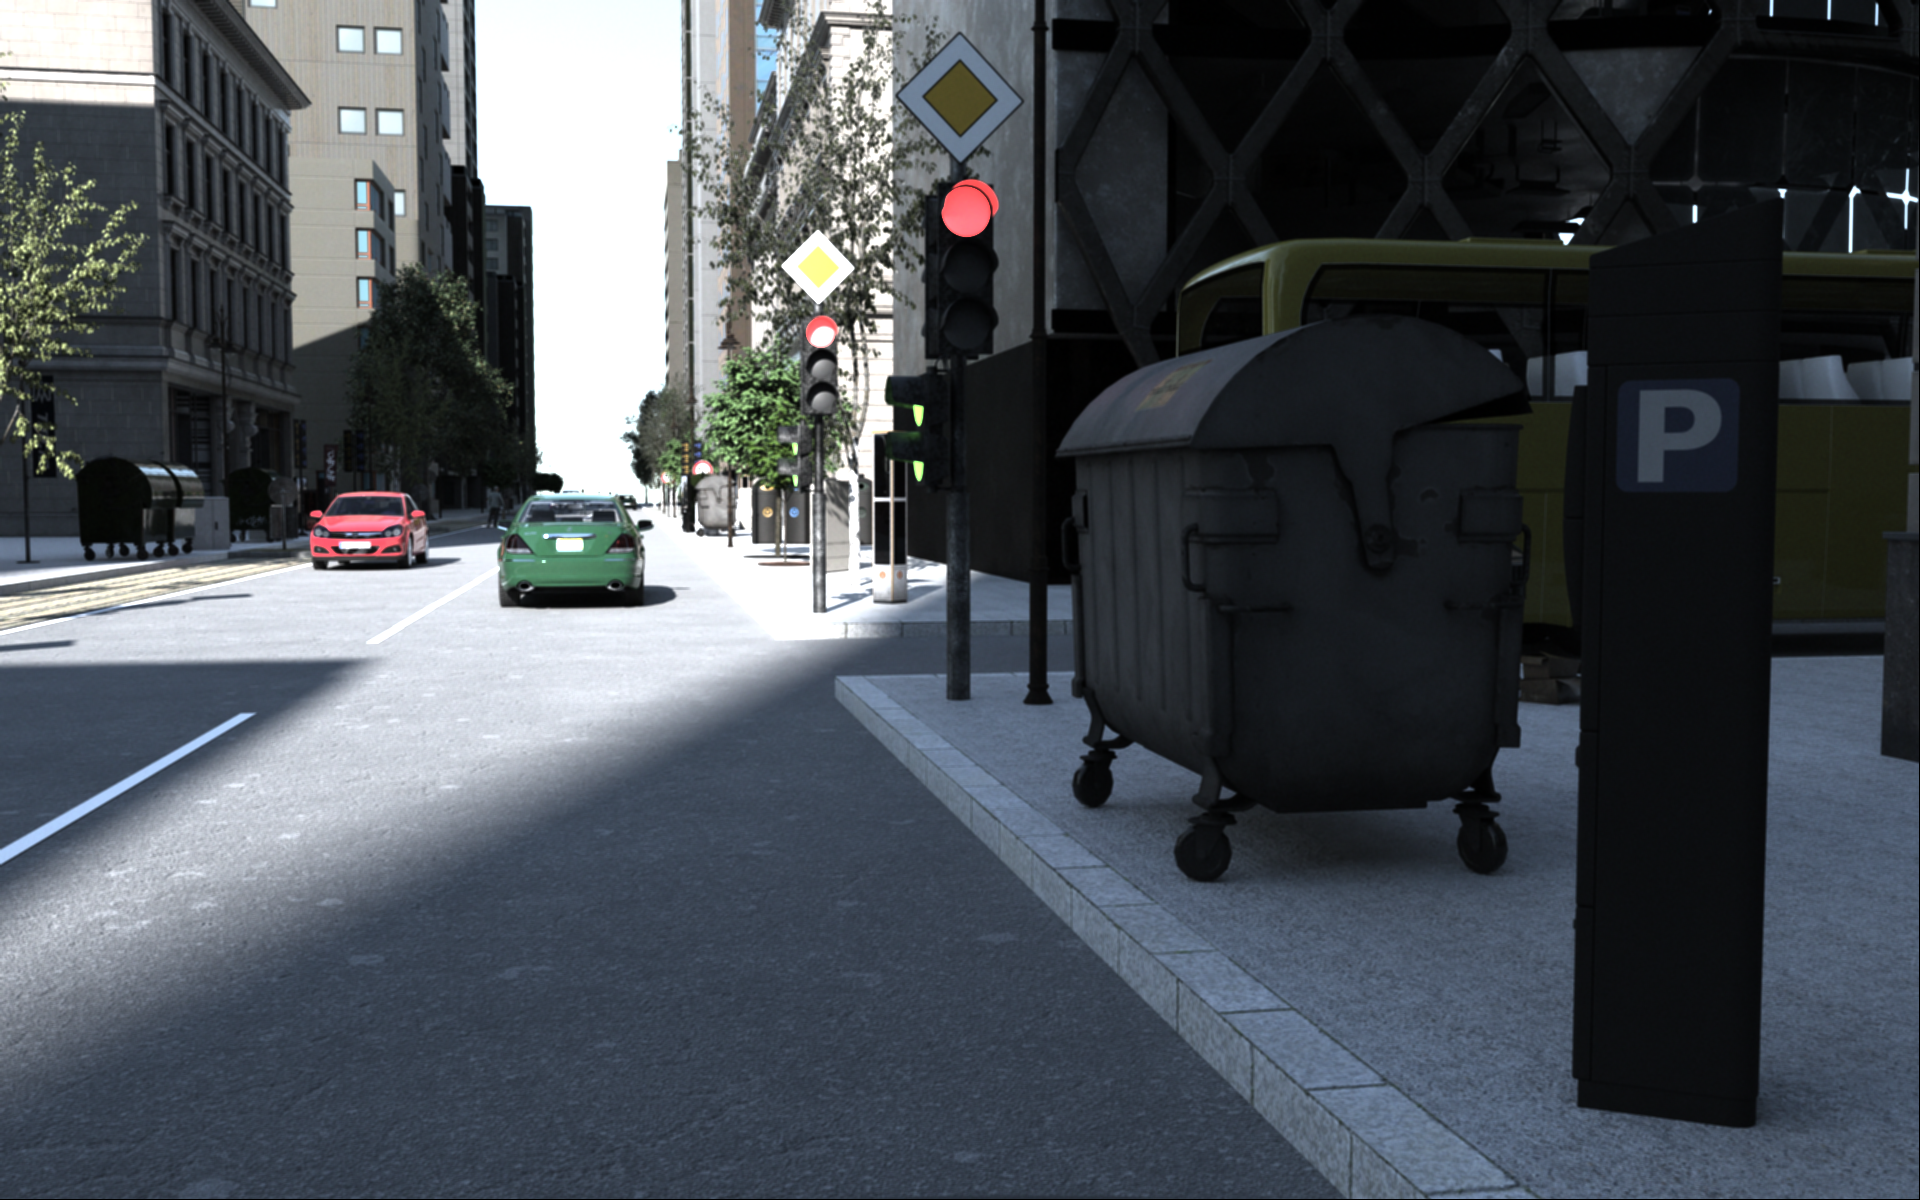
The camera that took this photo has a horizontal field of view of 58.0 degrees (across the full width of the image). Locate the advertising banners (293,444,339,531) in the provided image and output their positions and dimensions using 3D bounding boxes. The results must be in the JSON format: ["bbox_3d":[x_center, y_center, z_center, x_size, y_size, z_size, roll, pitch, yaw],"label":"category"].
[{"bbox_3d":[-22.721,-3.934,60.503,2.074,3.025,0.090,-2,4,-35],"label":"advertising banners"}]

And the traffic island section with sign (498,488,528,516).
[{"bbox_3d":[-29.934,-6.509,115.056,1.989,1.847,2.006,-1,4,-11],"label":"traffic island section with sign"}]

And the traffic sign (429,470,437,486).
[{"bbox_3d":[-27.719,-5.525,90.438,0.768,2.556,0.104,0,4,-2],"label":"traffic sign"}]

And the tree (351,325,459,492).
[{"bbox_3d":[-24.597,-7.698,76.217,4.737,8.622,4.395,0,3,0],"label":"tree"}]

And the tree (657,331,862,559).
[{"bbox_3d":[-3.660,-3.131,34.912,4.285,4.588,4.351,0,3,0],"label":"tree"}]

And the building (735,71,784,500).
[{"bbox_3d":[-3.279,-14.733,82.687,13.314,21.916,24.055,-1,4,-11],"label":"building"}]

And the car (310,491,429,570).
[{"bbox_3d":[-11.650,-1.546,34.312,2.155,1.783,4.494,-1,4,-11],"label":"car"}]

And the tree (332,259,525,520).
[{"bbox_3d":[-26.155,-10.262,84.791,9.611,12.733,9.660,0,3,0],"label":"tree"}]

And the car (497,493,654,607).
[{"bbox_3d":[-5.225,-0.716,23.502,2.131,1.459,4.920,-1,4,-11],"label":"car"}]

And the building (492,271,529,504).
[{"bbox_3d":[-63.623,-27.672,224.137,14.160,30.474,14.107,-1,4,-11],"label":"building"}]

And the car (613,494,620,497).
[{"bbox_3d":[-37.112,-10.885,188.196,2.015,1.641,3.980,-1,4,-11],"label":"car"}]

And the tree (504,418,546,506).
[{"bbox_3d":[-42.077,-13.176,165.784,4.360,8.622,3.978,0,3,0],"label":"tree"}]

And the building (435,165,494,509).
[{"bbox_3d":[-48.843,-23.181,150.708,14.160,30.474,14.107,-1,4,-11],"label":"building"}]

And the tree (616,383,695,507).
[{"bbox_3d":[-30.660,-16.014,178.844,9.611,12.733,9.660,0,3,0],"label":"tree"}]

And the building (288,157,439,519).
[{"bbox_3d":[-46.569,-15.675,101.326,27.650,21.520,28.899,-1,4,-11],"label":"building"}]

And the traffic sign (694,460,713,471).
[{"bbox_3d":[-9.702,-3.996,65.440,0.768,2.556,0.104,0,4,-2],"label":"traffic sign"}]

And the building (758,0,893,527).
[{"bbox_3d":[-0.763,-14.183,60.763,11.050,23.489,19.941,-1,4,-11],"label":"building"}]

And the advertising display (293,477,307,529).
[{"bbox_3d":[-24.468,-3.613,64.290,0.123,1.923,0.974,0,4,2],"label":"advertising display"}]

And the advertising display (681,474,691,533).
[{"bbox_3d":[-9.087,-3.193,57.424,0.123,1.923,0.974,-1,4,-21],"label":"advertising display"}]

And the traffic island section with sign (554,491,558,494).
[{"bbox_3d":[-45.435,-11.445,195.757,1.989,1.847,2.006,-1,4,-11],"label":"traffic island section with sign"}]

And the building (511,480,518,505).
[{"bbox_3d":[-69.229,-31.286,203.407,32.217,40.220,23.993,-1,4,-11],"label":"building"}]

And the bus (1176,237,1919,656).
[{"bbox_3d":[8.262,-1.521,16.421,12.252,3.916,2.896,-1,4,-11],"label":"bus"}]

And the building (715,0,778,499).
[{"bbox_3d":[-7.647,-27.919,106.580,14.600,45.320,14.200,-1,4,-11],"label":"building"}]

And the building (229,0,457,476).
[{"bbox_3d":[-52.527,-32.945,127.889,28.713,52.752,27.495,-1,4,-11],"label":"building"}]

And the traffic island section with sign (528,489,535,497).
[{"bbox_3d":[-35.012,-8.129,141.530,1.989,1.847,2.006,-1,4,-11],"label":"traffic island section with sign"}]

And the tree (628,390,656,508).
[{"bbox_3d":[-16.625,-9.139,99.779,4.360,8.622,3.978,0,3,0],"label":"tree"}]

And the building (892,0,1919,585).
[{"bbox_3d":[8.334,-9.971,30.480,16.811,18.784,16.820,-1,4,-11],"label":"building"}]

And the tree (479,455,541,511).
[{"bbox_3d":[-36.011,-9.264,135.187,4.285,4.588,4.351,0,3,0],"label":"tree"}]

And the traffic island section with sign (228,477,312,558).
[{"bbox_3d":[-15.397,-1.879,39.351,1.989,1.847,2.006,-1,4,-11],"label":"traffic island section with sign"}]

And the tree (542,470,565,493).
[{"bbox_3d":[-52.727,-14.267,216.985,4.285,4.588,4.351,0,3,0],"label":"tree"}]

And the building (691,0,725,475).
[{"bbox_3d":[-9.237,-35.844,128.045,21.231,58.520,28.212,-1,4,-11],"label":"building"}]

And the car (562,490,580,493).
[{"bbox_3d":[-34.403,-8.839,153.188,2.281,1.827,5.304,-1,4,-12],"label":"car"}]

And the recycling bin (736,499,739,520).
[{"bbox_3d":[-11.123,-4.447,85.264,0.722,1.027,0.722,-3,5,-39],"label":"recycling bin"}]

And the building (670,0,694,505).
[{"bbox_3d":[-26.717,-47.759,219.106,20.563,71.187,20.611,-1,4,-11],"label":"building"}]

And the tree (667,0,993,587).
[{"bbox_3d":[-1.701,-4.489,23.759,4.360,8.622,3.978,0,3,0],"label":"tree"}]

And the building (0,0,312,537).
[{"bbox_3d":[-28.565,-12.316,52.276,10.553,20.767,40.483,-1,4,-11],"label":"building"}]

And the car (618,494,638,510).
[{"bbox_3d":[-29.749,-8.850,154.481,2.009,1.686,4.222,-1,4,-13],"label":"car"}]

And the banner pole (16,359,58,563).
[{"bbox_3d":[-17.157,-2.578,32.171,0.863,3.779,0.401,1,4,8],"label":"banner pole"}]

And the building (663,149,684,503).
[{"bbox_3d":[-29.974,-37.732,240.623,21.300,48.544,21.600,-1,4,-11],"label":"building"}]

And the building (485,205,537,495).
[{"bbox_3d":[-65.888,-33.890,237.702,14.154,41.232,14.086,-1,4,-11],"label":"building"}]

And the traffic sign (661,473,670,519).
[{"bbox_3d":[-15.258,-5.544,90.756,0.768,2.556,0.104,0,4,-6],"label":"traffic sign"}]

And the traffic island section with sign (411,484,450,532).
[{"bbox_3d":[-20.486,-3.498,65.824,1.989,1.847,2.006,-1,4,-11],"label":"traffic island section with sign"}]

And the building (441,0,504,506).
[{"bbox_3d":[-59.112,-45.447,181.312,20.563,71.187,20.611,-1,4,-11],"label":"building"}]

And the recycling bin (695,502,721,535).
[{"bbox_3d":[-7.852,-2.539,54.060,0.722,1.027,0.722,0,4,-1],"label":"recycling bin"}]

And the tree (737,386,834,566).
[{"bbox_3d":[-3.266,-2.235,31.149,1.663,3.219,1.824,0,3,0],"label":"tree"}]
